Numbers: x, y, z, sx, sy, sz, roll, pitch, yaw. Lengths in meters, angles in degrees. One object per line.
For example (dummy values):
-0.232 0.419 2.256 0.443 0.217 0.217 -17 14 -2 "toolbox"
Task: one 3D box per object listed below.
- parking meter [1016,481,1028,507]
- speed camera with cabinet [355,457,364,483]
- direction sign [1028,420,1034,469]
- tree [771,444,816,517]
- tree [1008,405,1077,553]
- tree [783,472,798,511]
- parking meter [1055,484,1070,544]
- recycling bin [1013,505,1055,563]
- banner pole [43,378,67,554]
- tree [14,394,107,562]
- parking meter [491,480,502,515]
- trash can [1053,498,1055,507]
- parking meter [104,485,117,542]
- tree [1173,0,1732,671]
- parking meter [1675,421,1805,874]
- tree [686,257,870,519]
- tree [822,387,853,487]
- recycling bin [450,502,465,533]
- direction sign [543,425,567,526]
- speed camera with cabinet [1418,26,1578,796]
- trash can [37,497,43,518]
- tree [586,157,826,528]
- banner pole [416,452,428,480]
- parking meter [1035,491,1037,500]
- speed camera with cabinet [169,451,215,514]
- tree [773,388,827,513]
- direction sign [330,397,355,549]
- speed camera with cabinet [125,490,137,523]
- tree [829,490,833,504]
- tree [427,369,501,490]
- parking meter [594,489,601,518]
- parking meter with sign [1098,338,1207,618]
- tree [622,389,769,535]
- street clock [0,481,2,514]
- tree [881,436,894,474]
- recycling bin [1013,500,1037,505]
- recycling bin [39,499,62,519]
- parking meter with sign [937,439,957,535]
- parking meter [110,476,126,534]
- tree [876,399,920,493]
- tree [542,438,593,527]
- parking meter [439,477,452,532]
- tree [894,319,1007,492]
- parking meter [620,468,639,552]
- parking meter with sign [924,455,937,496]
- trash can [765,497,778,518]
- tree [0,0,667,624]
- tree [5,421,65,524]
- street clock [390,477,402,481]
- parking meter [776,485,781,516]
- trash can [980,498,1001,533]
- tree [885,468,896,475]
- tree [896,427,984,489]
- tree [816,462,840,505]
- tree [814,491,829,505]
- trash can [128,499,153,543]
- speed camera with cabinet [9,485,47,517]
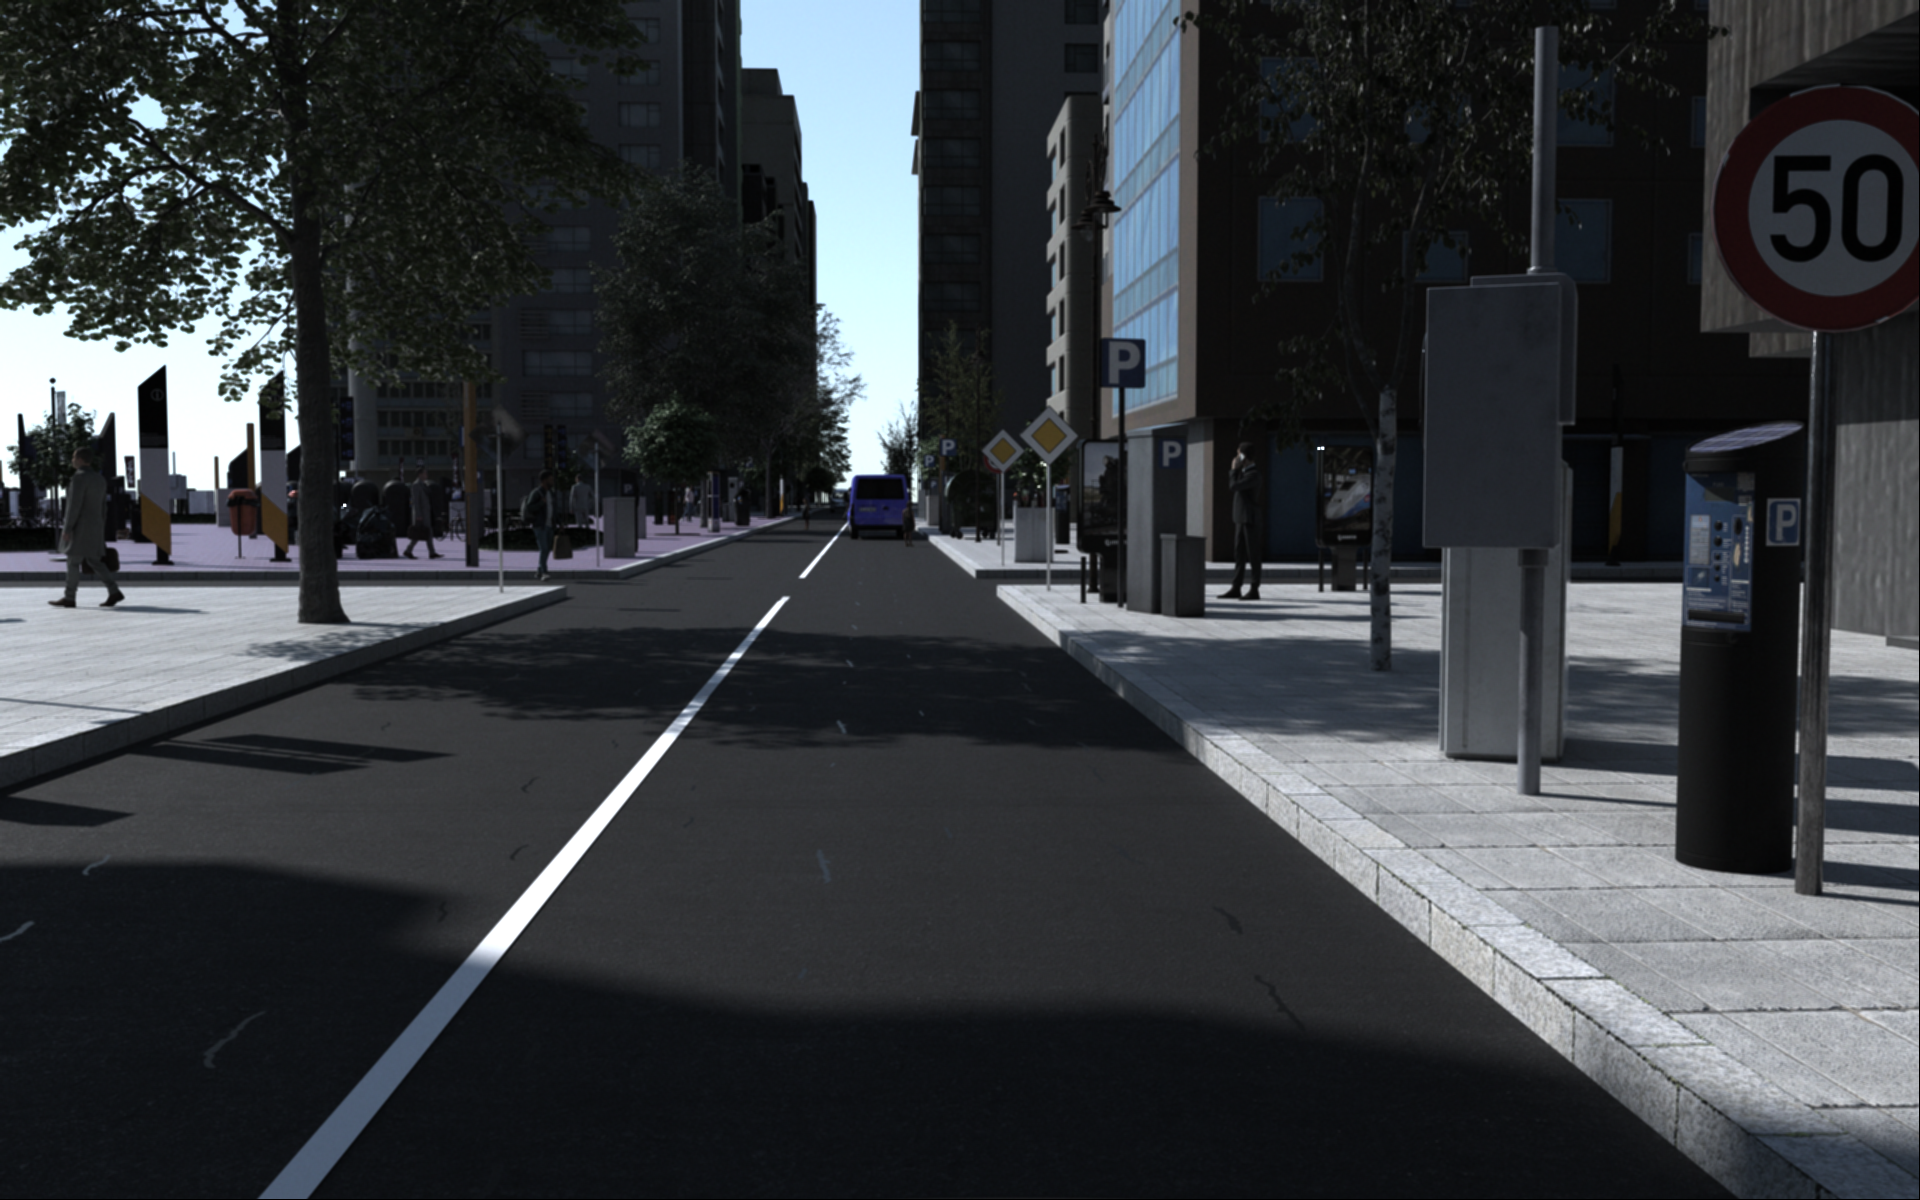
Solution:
2.414 -3.763 67.243 0.399 1.863 0.255 -2 4 -30 "parking meter"
-32.355 -5.905 90.879 2.038 3.252 0.660 -1 4 -21 "speed camera with cabinet"
2.414 -3.749 53.293 0.876 3.537 0.379 -3 5 -40 "direction sign"
-11.086 -6.986 97.934 4.285 4.588 4.351 0 3 0 "tree"
1.716 -2.643 37.815 1.663 3.219 1.824 0 3 0 "tree"
-13.321 -8.343 131.010 1.663 3.219 1.824 0 3 0 "tree"
2.630 -2.199 44.366 0.372 1.533 0.369 0 3 0 "parking meter"
1.406 -1.229 32.649 0.722 1.027 0.722 0 4 6 "recycling bin"
-19.316 -2.884 37.166 0.863 3.779 0.401 3 5 40 "banner pole"
-17.000 -2.377 33.462 1.663 3.219 1.824 0 3 0 "tree"
-20.710 -4.381 77.338 0.255 1.863 0.399 0 4 -4 "parking meter"
3.493 -3.276 65.217 0.748 1.137 0.748 0 3 0 "trash can"
-22.941 -2.339 46.646 0.372 1.533 0.369 0 3 0 "parking meter"
3.231 -3.803 12.545 4.360 8.622 3.978 0 3 0 "tree"
2.689 0.149 5.978 0.372 1.533 0.369 0 3 0 "parking meter"
-9.852 -10.917 88.859 12.009 13.543 11.850 0 3 0 "tree"
-14.940 -15.994 179.634 7.486 12.596 7.792 0 3 0 "tree"
-16.318 -2.707 56.814 0.722 1.027 0.722 0 4 -8 "recycling bin"
-13.255 -3.960 56.742 0.379 3.537 0.876 3 4 39 "direction sign"
2.562 -0.845 8.158 0.660 3.252 2.038 1 4 21 "speed camera with cabinet"
-49.965 -5.020 93.738 0.748 1.137 0.748 0 3 0 "trash can"
-9.647 -9.747 66.013 9.857 13.997 8.962 0 3 0 "tree"
-32.159 -6.961 103.821 0.863 3.779 0.401 -2 4 -34 "banner pole"
3.908 -4.740 85.905 0.372 1.533 0.369 0 3 0 "parking meter"
-35.770 -5.273 80.545 2.038 3.252 0.660 0 4 7 "speed camera with cabinet"
-11.167 -10.197 117.086 4.737 8.622 4.395 0 3 0 "tree"
-14.509 -2.960 40.400 0.876 3.537 0.379 1 4 14 "direction sign"
-36.700 -5.070 77.233 2.038 3.252 0.660 -1 4 -22 "speed camera with cabinet"
-16.948 -13.812 220.425 1.663 3.219 1.824 0 3 0 "tree"
-28.844 -9.236 101.366 4.360 8.622 3.978 0 3 0 "tree"
-19.607 -5.217 93.701 0.372 1.533 0.369 0 3 0 "parking meter"
2.115 -1.375 18.738 0.543 3.016 1.738 -1 4 -21 "parking meter with sign"
-8.784 -4.310 54.182 4.285 4.588 4.351 0 3 0 "tree"
-51.956 -5.450 93.683 0.358 2.002 0.471 3 5 42 "street clock"
-6.498 -15.042 196.298 4.737 8.622 4.395 0 3 0 "tree"
2.668 -3.572 70.950 0.722 1.027 0.722 3 5 44 "recycling bin"
-47.321 -4.738 90.021 0.722 1.027 0.722 2 4 30 "recycling bin"
-0.346 -3.613 55.331 0.543 3.016 1.738 0 4 2 "parking meter with sign"
-26.543 -2.990 54.606 0.255 1.863 0.399 1 4 16 "parking meter"
-4.012 -11.003 130.260 4.360 8.622 3.978 0 3 0 "tree"
-13.363 -3.914 58.600 1.663 3.219 1.824 0 3 0 "tree"
-17.414 -3.238 58.656 0.255 1.863 0.399 2 4 30 "parking meter"
0.209 -7.452 72.204 4.737 8.622 4.395 0 3 0 "tree"
-7.292 -1.990 38.241 0.399 1.863 0.255 0 4 -3 "parking meter"
-1.029 -4.982 77.709 0.543 3.016 1.738 1 4 22 "parking meter with sign"
-10.202 -5.019 93.721 0.748 1.137 0.748 0 3 0 "trash can"
-6.437 -6.019 16.545 7.486 12.596 7.792 0 3 0 "tree"
-38.566 -5.494 73.541 4.285 4.588 4.351 0 3 0 "tree"
-24.404 -4.308 74.999 0.471 2.002 0.358 -3 5 -43 "street clock"
-10.501 -5.812 100.734 0.399 1.863 0.255 0 4 6 "parking meter"
0.987 -2.821 57.782 0.748 1.137 0.748 0 3 0 "trash can"
-7.085 -13.454 203.685 4.285 4.588 4.351 0 3 0 "tree"
-0.499 -5.949 80.985 4.285 4.588 4.351 0 3 0 "tree"
-14.194 -11.490 171.571 4.285 4.588 4.351 0 3 0 "tree"
-16.963 -13.015 207.388 1.663 3.219 1.824 0 3 0 "tree"
-21.545 -2.081 45.685 0.748 1.137 0.748 0 3 0 "trash can"
-53.311 -6.407 99.089 0.660 3.252 2.038 1 4 22 "speed camera with cabinet"
